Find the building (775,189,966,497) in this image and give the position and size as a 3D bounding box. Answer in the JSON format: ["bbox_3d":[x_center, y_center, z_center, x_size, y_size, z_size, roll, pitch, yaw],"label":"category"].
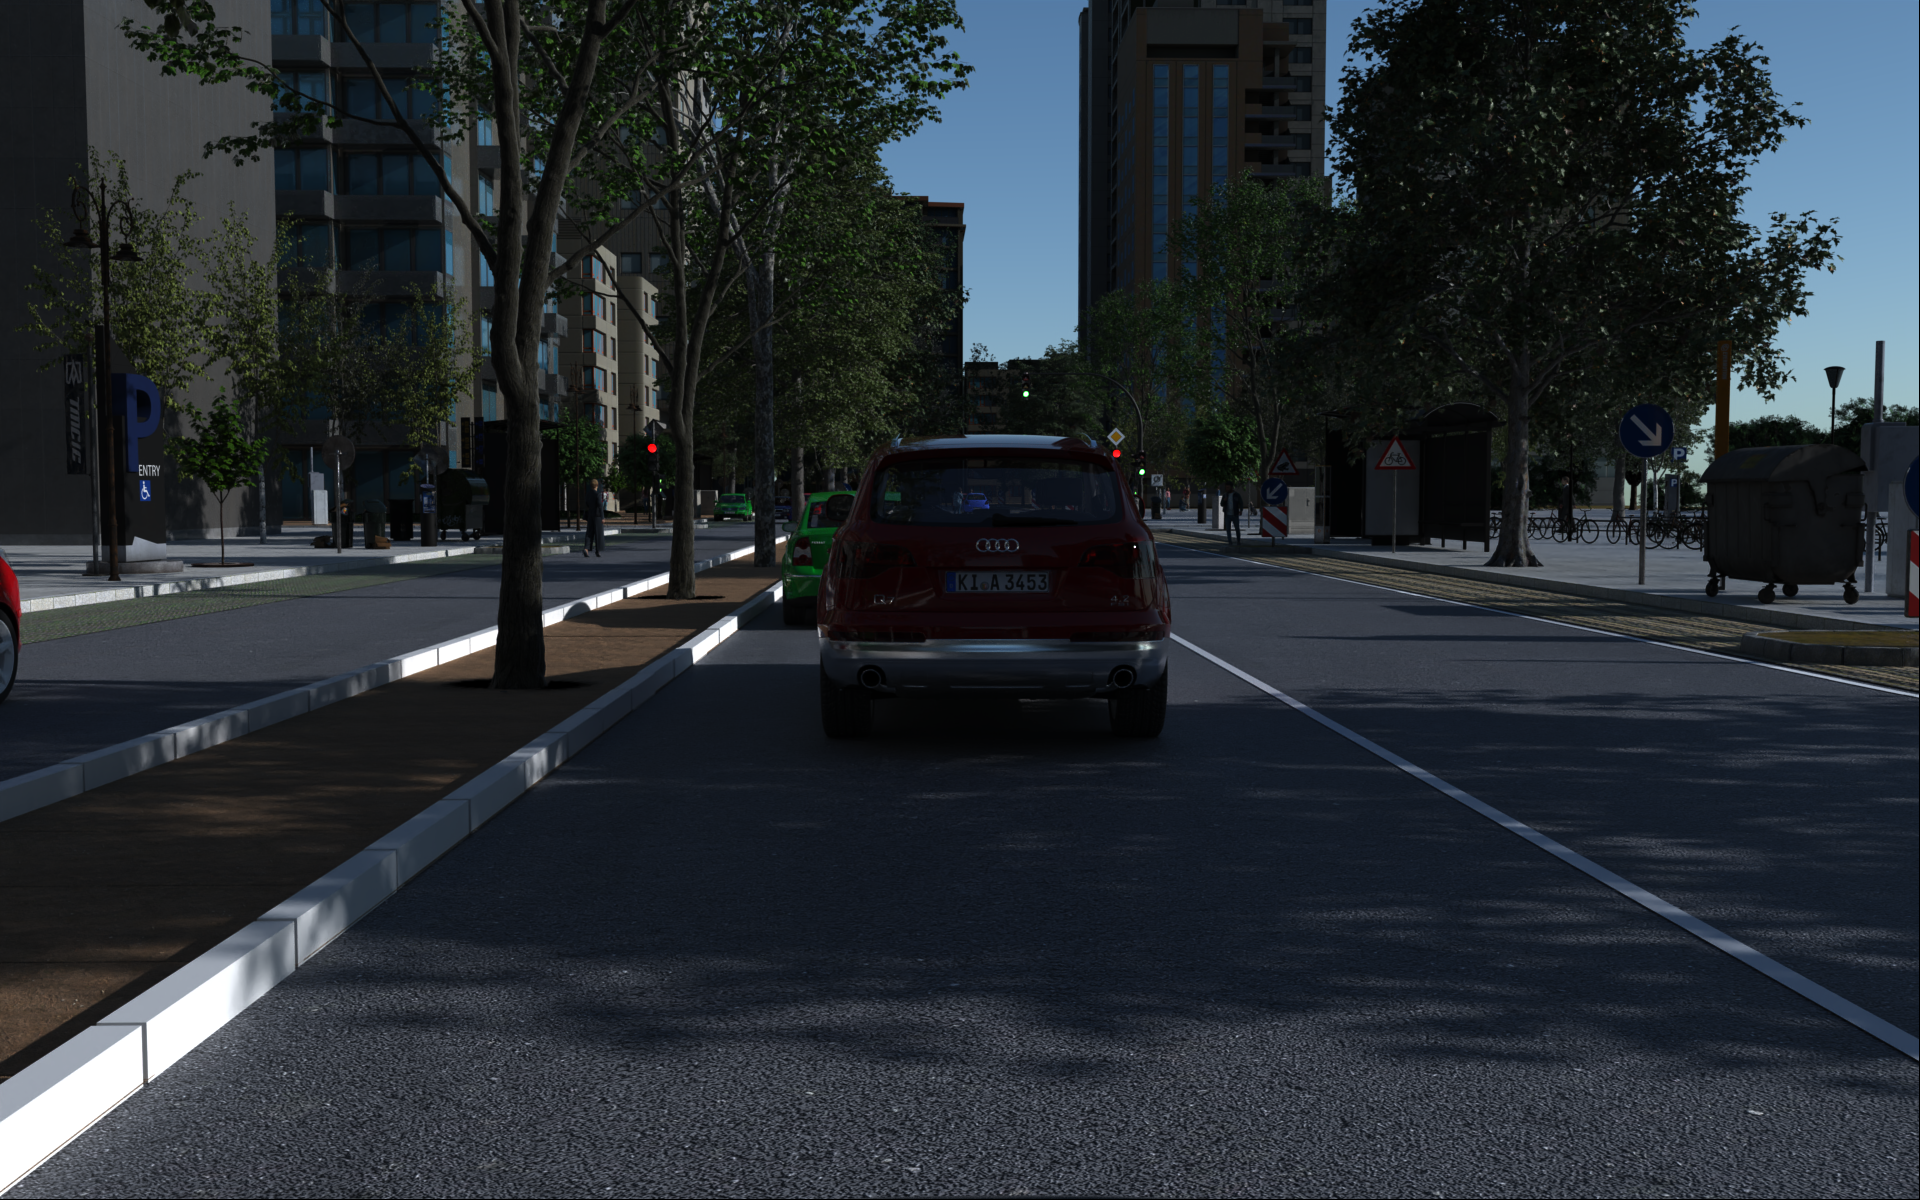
[{"bbox_3d":[-13.759,-36.451,250.593,28.867,44.769,22.147,0,4,-1],"label":"building"}]

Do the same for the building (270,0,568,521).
[{"bbox_3d":[-34.163,-28.985,93.510,23.786,49.044,30.456,0,4,-1],"label":"building"}]

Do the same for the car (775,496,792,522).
[{"bbox_3d":[-8.916,-4.450,85.340,1.945,1.354,3.894,0,4,0],"label":"car"}]

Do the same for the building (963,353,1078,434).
[{"bbox_3d":[15.153,-25.032,254.311,28.899,21.520,27.650,0,4,-1],"label":"building"}]

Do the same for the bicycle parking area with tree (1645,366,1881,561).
[{"bbox_3d":[19.209,-3.029,36.533,9.016,4.147,8.231,1,4,20],"label":"bicycle parking area with tree"}]

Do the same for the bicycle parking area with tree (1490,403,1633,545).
[{"bbox_3d":[18.865,-3.720,47.827,8.231,4.147,9.016,-1,4,-9],"label":"bicycle parking area with tree"}]

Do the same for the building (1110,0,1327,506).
[{"bbox_3d":[24.441,-45.102,175.673,20.563,71.187,20.611,0,4,-1],"label":"building"}]

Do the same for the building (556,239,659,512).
[{"bbox_3d":[-38.928,-17.542,131.849,27.650,21.520,28.899,0,4,-1],"label":"building"}]

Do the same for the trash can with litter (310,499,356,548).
[{"bbox_3d":[-14.870,-1.812,41.008,1.055,1.170,0.624,1,4,8],"label":"trash can with litter"}]

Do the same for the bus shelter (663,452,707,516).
[{"bbox_3d":[-15.789,-6.555,98.460,1.731,3.624,6.357,0,4,-1],"label":"bus shelter"}]

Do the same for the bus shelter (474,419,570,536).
[{"bbox_3d":[-14.033,-3.947,55.821,1.731,3.624,6.357,0,4,-2],"label":"bus shelter"}]

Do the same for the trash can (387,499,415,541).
[{"bbox_3d":[-15.344,-2.197,47.577,0.748,1.137,0.748,0,3,0],"label":"trash can"}]

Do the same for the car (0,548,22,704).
[{"bbox_3d":[-7.314,-0.069,10.162,2.155,1.783,4.494,0,4,-3],"label":"car"}]

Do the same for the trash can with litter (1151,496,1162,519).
[{"bbox_3d":[10.038,-4.675,87.816,0.624,1.170,1.055,0,4,-7],"label":"trash can with litter"}]

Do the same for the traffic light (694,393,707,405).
[{"bbox_3d":[-9.516,-5.993,72.646,4.771,5.953,1.251,0,4,-1],"label":"traffic light"}]

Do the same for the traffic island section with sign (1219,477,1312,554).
[{"bbox_3d":[7.385,-2.051,42.167,1.989,1.847,2.006,0,4,-1],"label":"traffic island section with sign"}]

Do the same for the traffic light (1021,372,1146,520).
[{"bbox_3d":[4.664,-5.516,64.857,4.771,5.953,1.251,0,4,-1],"label":"traffic light"}]

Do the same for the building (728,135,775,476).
[{"bbox_3d":[-41.975,-40.498,251.378,27.495,52.752,28.713,0,4,-1],"label":"building"}]

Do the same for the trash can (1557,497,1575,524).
[{"bbox_3d":[26.087,-3.851,74.615,0.748,1.137,0.748,0,3,0],"label":"trash can"}]

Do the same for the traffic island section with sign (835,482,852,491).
[{"bbox_3d":[-4.815,-3.938,72.521,2.006,1.907,1.989,0,4,-1],"label":"traffic island section with sign"}]

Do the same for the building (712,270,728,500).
[{"bbox_3d":[-32.344,-25.142,182.775,14.160,30.474,14.107,0,4,-1],"label":"building"}]

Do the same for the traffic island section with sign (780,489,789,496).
[{"bbox_3d":[-12.669,-7.160,125.697,1.989,1.847,2.006,0,4,-1],"label":"traffic island section with sign"}]

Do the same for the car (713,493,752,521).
[{"bbox_3d":[-11.989,-5.062,91.560,1.959,1.807,4.718,0,4,-3],"label":"car"}]

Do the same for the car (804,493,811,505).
[{"bbox_3d":[-9.172,-5.853,104.730,2.155,1.783,4.494,0,4,-1],"label":"car"}]

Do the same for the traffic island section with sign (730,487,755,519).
[{"bbox_3d":[-11.967,-5.494,98.462,1.989,1.847,2.006,0,4,-1],"label":"traffic island section with sign"}]

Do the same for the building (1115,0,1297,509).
[{"bbox_3d":[21.979,-31.077,158.222,14.600,45.320,14.200,0,4,-1],"label":"building"}]

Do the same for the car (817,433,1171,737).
[{"bbox_3d":[0.184,-0.188,11.744,2.281,1.827,5.304,0,4,0],"label":"car"}]

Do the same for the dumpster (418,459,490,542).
[{"bbox_3d":[-13.844,-2.744,47.351,1.502,2.255,1.985,0,4,-1],"label":"dumpster"}]

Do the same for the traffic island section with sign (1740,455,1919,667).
[{"bbox_3d":[8.066,-0.403,15.221,1.989,1.847,2.006,0,4,-1],"label":"traffic island section with sign"}]

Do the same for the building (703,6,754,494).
[{"bbox_3d":[-40.853,-54.399,202.098,31.000,86.520,22.319,0,4,-1],"label":"building"}]

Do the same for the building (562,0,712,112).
[{"bbox_3d":[-37.725,-34.950,160.672,28.713,52.752,27.495,0,4,-1],"label":"building"}]

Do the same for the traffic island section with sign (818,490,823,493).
[{"bbox_3d":[-13.908,-10.141,174.426,1.989,1.847,2.006,0,4,-1],"label":"traffic island section with sign"}]

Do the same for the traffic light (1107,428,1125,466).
[{"bbox_3d":[6.550,-5.145,73.034,0.839,4.253,0.868,0,4,-1],"label":"traffic light"}]

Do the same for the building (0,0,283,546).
[{"bbox_3d":[-36.488,-14.063,49.001,30.058,24.678,14.314,0,4,-1],"label":"building"}]

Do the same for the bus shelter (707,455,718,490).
[{"bbox_3d":[-16.215,-7.089,107.181,1.731,3.624,6.357,0,4,-1],"label":"bus shelter"}]

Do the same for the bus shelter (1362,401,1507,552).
[{"bbox_3d":[10.879,-2.857,40.634,2.014,3.302,5.546,0,4,-1],"label":"bus shelter"}]

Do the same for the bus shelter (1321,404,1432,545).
[{"bbox_3d":[11.072,-3.395,46.794,1.731,3.624,6.357,0,4,-2],"label":"bus shelter"}]

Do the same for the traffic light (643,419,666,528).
[{"bbox_3d":[-11.402,-4.627,64.576,0.839,4.253,0.868,0,4,-1],"label":"traffic light"}]

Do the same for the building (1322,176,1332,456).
[{"bbox_3d":[40.496,-38.314,250.142,21.600,48.544,21.300,0,4,-1],"label":"building"}]

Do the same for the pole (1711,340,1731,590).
[{"bbox_3d":[10.165,-1.791,23.134,0.158,3.312,0.155,0,3,0],"label":"pole"}]

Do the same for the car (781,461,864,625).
[{"bbox_3d":[-1.141,-0.709,20.390,1.959,1.807,4.718,0,4,-3],"label":"car"}]

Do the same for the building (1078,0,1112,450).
[{"bbox_3d":[24.289,-40.325,201.318,21.231,58.520,28.212,0,4,-1],"label":"building"}]

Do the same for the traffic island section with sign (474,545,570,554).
[{"bbox_3d":[-10.537,-2.035,41.905,1.989,1.847,2.006,0,4,-1],"label":"traffic island section with sign"}]

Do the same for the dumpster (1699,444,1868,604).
[{"bbox_3d":[9.890,-0.922,20.827,1.264,1.857,1.865,0,4,-1],"label":"dumpster"}]

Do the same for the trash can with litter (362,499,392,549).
[{"bbox_3d":[-13.586,-1.784,40.561,0.624,1.170,1.055,-3,4,-38],"label":"trash can with litter"}]

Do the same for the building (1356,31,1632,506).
[{"bbox_3d":[60.303,-37.532,202.892,27.495,52.752,28.713,0,4,-1],"label":"building"}]

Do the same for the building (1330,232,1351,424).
[{"bbox_3d":[58.428,-34.464,247.086,14.086,41.232,14.154,0,4,-1],"label":"building"}]
